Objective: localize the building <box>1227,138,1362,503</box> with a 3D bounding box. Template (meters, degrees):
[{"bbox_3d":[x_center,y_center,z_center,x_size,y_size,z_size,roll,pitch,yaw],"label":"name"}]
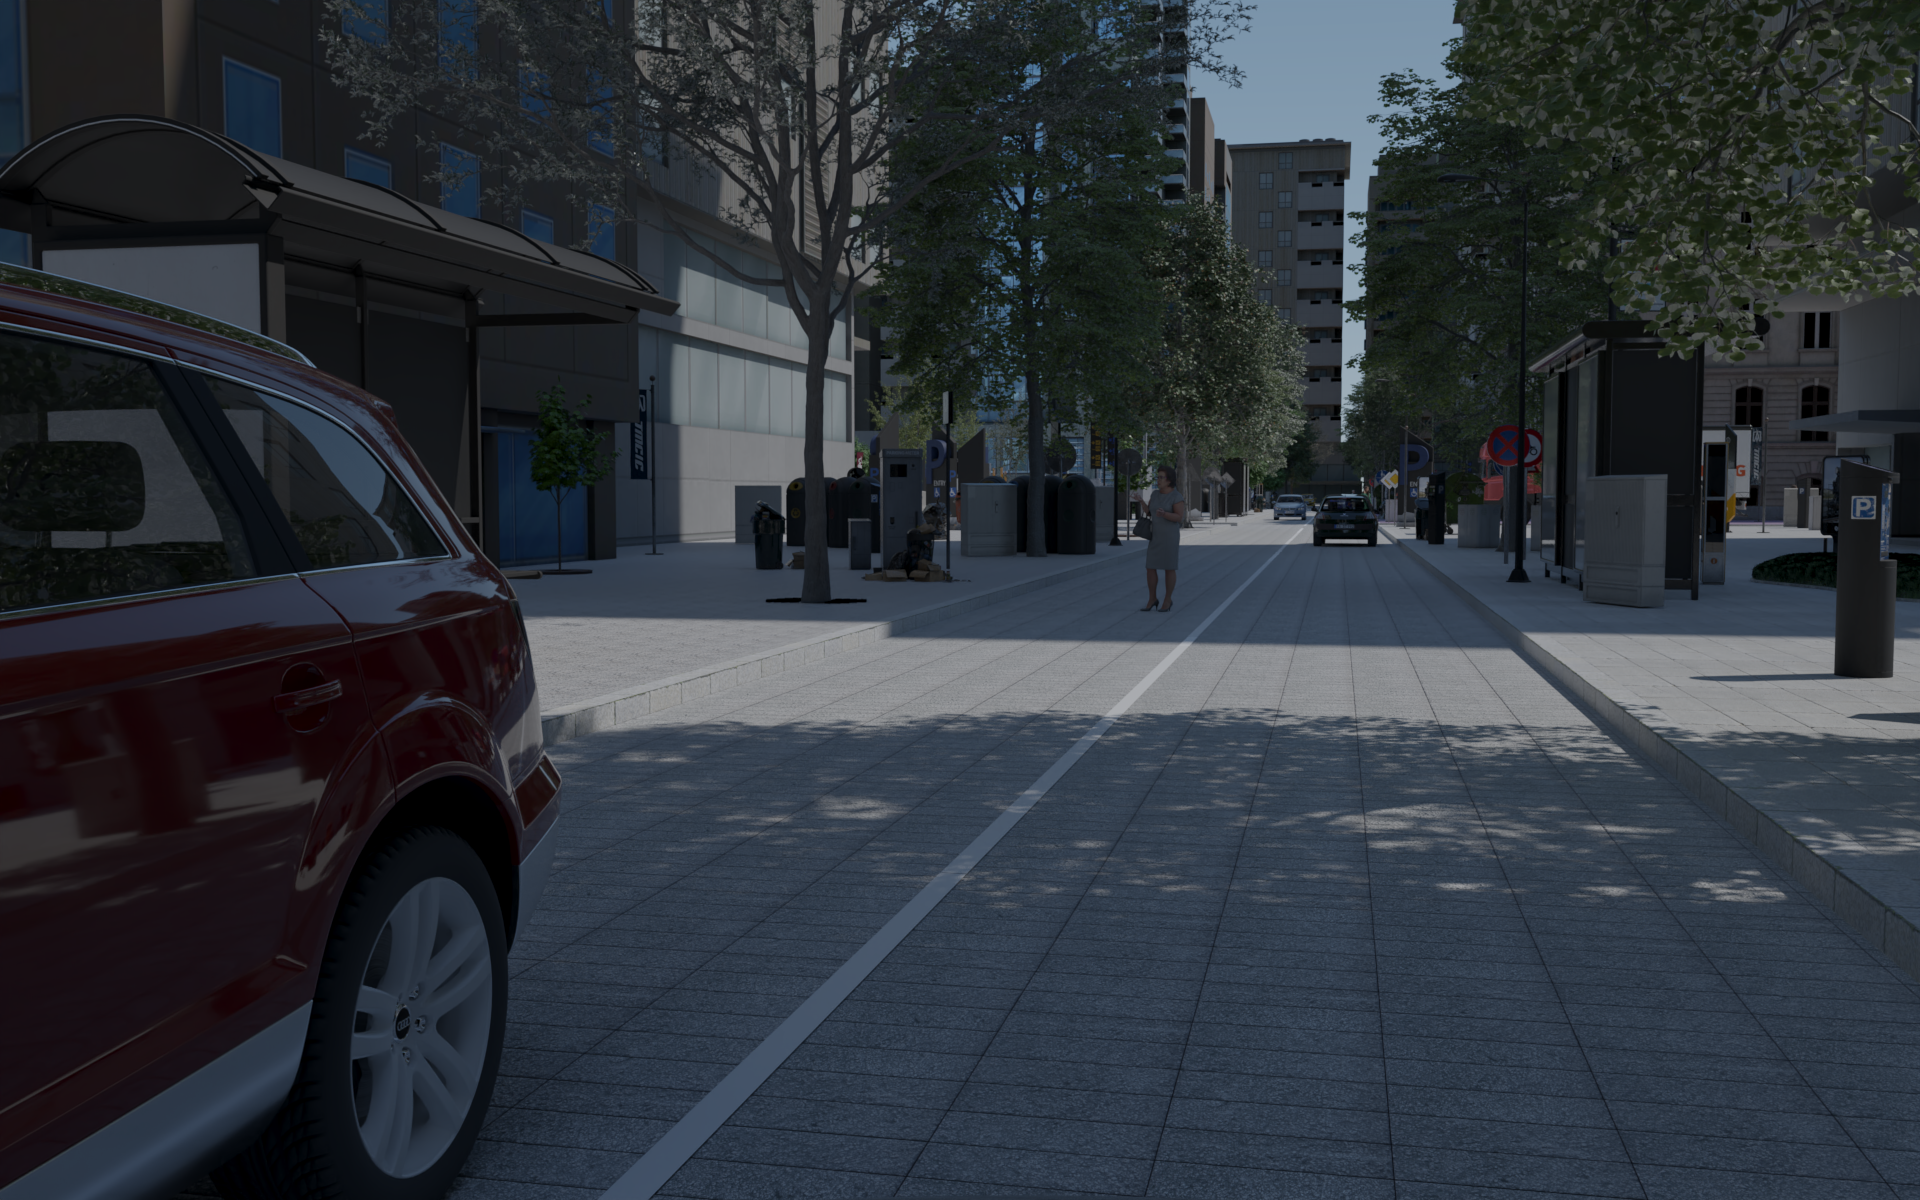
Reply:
[{"bbox_3d":[45.754,-40.835,256.892,27.495,52.752,28.713,1,4,12],"label":"building"}]

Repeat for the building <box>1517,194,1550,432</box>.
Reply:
[{"bbox_3d":[39.132,-15.659,105.173,9.793,20.994,18.267,1,4,12],"label":"building"}]

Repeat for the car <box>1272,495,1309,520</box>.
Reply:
[{"bbox_3d":[18.282,-5.127,95.829,2.014,1.417,4.499,1,4,12],"label":"car"}]

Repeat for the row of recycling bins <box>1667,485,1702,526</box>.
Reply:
[{"bbox_3d":[23.189,-3.099,57.786,1.069,1.692,3.534,-2,4,-32],"label":"row of recycling bins"}]

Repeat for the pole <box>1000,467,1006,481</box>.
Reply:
[{"bbox_3d":[3.195,-8.481,132.511,0.158,3.312,0.155,0,3,0],"label":"pole"}]

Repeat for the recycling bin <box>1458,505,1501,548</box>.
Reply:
[{"bbox_3d":[12.424,-1.768,41.465,0.722,1.027,0.722,-2,4,-26],"label":"recycling bin"}]

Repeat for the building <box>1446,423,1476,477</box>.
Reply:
[{"bbox_3d":[63.387,-45.831,187.592,20.563,71.187,20.611,1,4,12],"label":"building"}]

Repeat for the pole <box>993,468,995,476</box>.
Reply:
[{"bbox_3d":[2.654,-8.691,135.934,0.158,3.312,0.155,0,3,0],"label":"pole"}]

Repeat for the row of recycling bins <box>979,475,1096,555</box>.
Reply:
[{"bbox_3d":[1.644,-1.889,37.994,1.069,1.692,3.534,-3,5,-40],"label":"row of recycling bins"}]

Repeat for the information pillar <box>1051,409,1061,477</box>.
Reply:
[{"bbox_3d":[2.609,-3.425,47.351,0.183,3.616,0.504,-1,4,-22],"label":"information pillar"}]

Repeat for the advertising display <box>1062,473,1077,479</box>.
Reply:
[{"bbox_3d":[3.265,-2.986,54.040,0.974,1.923,0.123,-3,4,-36],"label":"advertising display"}]

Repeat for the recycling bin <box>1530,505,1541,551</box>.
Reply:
[{"bbox_3d":[13.315,-1.609,38.855,0.722,1.027,0.722,-2,4,-24],"label":"recycling bin"}]

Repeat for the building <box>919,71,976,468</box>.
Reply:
[{"bbox_3d":[4.079,-38.105,212.251,27.495,52.752,28.713,1,4,12],"label":"building"}]

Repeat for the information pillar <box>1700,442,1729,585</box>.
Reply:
[{"bbox_3d":[10.693,-1.227,24.557,0.304,2.012,0.304,1,4,18],"label":"information pillar"}]

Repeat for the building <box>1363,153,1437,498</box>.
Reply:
[{"bbox_3d":[68.854,-38.168,247.745,21.600,48.544,21.300,1,4,12],"label":"building"}]

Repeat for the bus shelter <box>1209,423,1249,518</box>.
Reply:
[{"bbox_3d":[15.228,-7.350,97.810,2.179,5.291,8.768,1,4,12],"label":"bus shelter"}]

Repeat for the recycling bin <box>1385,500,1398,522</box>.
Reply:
[{"bbox_3d":[19.959,-4.092,79.456,0.722,1.027,0.722,2,4,28],"label":"recycling bin"}]

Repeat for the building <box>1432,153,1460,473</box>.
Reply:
[{"bbox_3d":[63.537,-31.963,206.193,14.154,41.232,14.086,1,4,12],"label":"building"}]

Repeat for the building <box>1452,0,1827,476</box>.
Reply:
[{"bbox_3d":[61.891,-35.128,163.582,28.713,52.752,27.495,1,4,12],"label":"building"}]

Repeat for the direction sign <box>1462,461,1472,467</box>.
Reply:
[{"bbox_3d":[34.959,-7.804,119.594,0.379,3.537,0.876,-2,4,-33],"label":"direction sign"}]

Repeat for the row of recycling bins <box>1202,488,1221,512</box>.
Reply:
[{"bbox_3d":[17.619,-7.029,122.039,1.069,1.692,3.534,-3,5,-45],"label":"row of recycling bins"}]

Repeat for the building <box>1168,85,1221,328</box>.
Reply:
[{"bbox_3d":[20.785,-33.225,193.337,14.600,45.320,14.200,1,4,12],"label":"building"}]

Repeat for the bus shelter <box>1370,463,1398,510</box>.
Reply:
[{"bbox_3d":[28.449,-7.446,115.659,2.014,3.302,5.546,1,4,12],"label":"bus shelter"}]

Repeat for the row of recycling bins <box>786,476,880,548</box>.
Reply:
[{"bbox_3d":[-3.009,-2.118,41.747,1.069,1.692,3.534,-3,4,-39],"label":"row of recycling bins"}]

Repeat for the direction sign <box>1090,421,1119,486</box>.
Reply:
[{"bbox_3d":[4.494,-3.788,53.925,0.876,3.537,0.379,0,4,-2],"label":"direction sign"}]

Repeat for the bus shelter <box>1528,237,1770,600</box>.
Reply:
[{"bbox_3d":[9.491,-2.896,24.984,2.179,5.291,8.768,1,4,12],"label":"bus shelter"}]

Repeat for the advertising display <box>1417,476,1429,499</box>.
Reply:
[{"bbox_3d":[17.036,-3.519,62.742,0.974,1.923,0.123,-1,4,-8],"label":"advertising display"}]

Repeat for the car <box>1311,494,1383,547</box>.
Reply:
[{"bbox_3d":[10.854,-2.377,48.653,2.009,1.686,4.222,1,4,14],"label":"car"}]

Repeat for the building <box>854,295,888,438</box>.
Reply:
[{"bbox_3d":[-20.590,-36.522,220.843,21.600,48.544,21.300,1,4,12],"label":"building"}]

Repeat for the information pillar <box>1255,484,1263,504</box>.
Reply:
[{"bbox_3d":[21.786,-7.425,125.891,0.304,2.012,0.304,-2,4,-27],"label":"information pillar"}]

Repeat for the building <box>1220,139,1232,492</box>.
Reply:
[{"bbox_3d":[26.056,-34.576,215.430,14.200,45.320,14.600,1,4,12],"label":"building"}]

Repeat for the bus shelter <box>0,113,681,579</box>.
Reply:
[{"bbox_3d":[-3.894,-1.103,11.957,2.014,3.302,5.546,1,4,12],"label":"bus shelter"}]

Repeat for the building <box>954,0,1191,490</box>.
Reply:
[{"bbox_3d":[12.466,-52.485,170.800,22.319,86.520,31.000,1,4,12],"label":"building"}]

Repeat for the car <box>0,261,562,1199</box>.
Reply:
[{"bbox_3d":[-2.293,0.402,2.096,2.281,1.827,5.304,1,4,10],"label":"car"}]

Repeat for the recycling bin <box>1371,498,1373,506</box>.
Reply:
[{"bbox_3d":[29.376,-6.775,123.331,0.722,1.027,0.722,2,4,28],"label":"recycling bin"}]

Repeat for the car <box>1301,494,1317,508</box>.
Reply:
[{"bbox_3d":[36.743,-10.589,183.350,2.015,1.641,3.980,1,4,13],"label":"car"}]

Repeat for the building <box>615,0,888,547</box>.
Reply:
[{"bbox_3d":[-18.123,-28.347,52.710,27.495,52.752,28.713,1,4,12],"label":"building"}]

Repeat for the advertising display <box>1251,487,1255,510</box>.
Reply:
[{"bbox_3d":[23.275,-8.099,137.637,0.123,1.923,0.974,0,4,-4],"label":"advertising display"}]

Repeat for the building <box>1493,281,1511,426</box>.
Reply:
[{"bbox_3d":[47.751,-19.052,130.588,14.460,24.649,34.723,1,4,12],"label":"building"}]

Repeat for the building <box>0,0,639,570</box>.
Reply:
[{"bbox_3d":[-14.642,-23.104,27.855,14.600,45.320,14.200,1,4,12],"label":"building"}]

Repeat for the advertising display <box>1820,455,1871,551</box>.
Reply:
[{"bbox_3d":[14.670,-1.438,28.728,0.123,1.923,0.974,-1,4,-13],"label":"advertising display"}]

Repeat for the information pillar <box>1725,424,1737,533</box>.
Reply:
[{"bbox_3d":[25.508,-4.039,57.391,0.183,3.616,0.504,-1,4,-18],"label":"information pillar"}]

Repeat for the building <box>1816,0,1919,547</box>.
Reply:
[{"bbox_3d":[33.895,-27.265,35.014,28.713,52.752,27.495,1,4,12],"label":"building"}]

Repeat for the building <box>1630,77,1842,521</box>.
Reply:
[{"bbox_3d":[47.916,-16.362,86.610,34.723,24.649,14.460,1,4,12],"label":"building"}]

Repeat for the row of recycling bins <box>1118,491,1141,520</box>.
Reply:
[{"bbox_3d":[7.796,-4.839,86.222,3.534,1.692,1.069,1,4,19],"label":"row of recycling bins"}]
